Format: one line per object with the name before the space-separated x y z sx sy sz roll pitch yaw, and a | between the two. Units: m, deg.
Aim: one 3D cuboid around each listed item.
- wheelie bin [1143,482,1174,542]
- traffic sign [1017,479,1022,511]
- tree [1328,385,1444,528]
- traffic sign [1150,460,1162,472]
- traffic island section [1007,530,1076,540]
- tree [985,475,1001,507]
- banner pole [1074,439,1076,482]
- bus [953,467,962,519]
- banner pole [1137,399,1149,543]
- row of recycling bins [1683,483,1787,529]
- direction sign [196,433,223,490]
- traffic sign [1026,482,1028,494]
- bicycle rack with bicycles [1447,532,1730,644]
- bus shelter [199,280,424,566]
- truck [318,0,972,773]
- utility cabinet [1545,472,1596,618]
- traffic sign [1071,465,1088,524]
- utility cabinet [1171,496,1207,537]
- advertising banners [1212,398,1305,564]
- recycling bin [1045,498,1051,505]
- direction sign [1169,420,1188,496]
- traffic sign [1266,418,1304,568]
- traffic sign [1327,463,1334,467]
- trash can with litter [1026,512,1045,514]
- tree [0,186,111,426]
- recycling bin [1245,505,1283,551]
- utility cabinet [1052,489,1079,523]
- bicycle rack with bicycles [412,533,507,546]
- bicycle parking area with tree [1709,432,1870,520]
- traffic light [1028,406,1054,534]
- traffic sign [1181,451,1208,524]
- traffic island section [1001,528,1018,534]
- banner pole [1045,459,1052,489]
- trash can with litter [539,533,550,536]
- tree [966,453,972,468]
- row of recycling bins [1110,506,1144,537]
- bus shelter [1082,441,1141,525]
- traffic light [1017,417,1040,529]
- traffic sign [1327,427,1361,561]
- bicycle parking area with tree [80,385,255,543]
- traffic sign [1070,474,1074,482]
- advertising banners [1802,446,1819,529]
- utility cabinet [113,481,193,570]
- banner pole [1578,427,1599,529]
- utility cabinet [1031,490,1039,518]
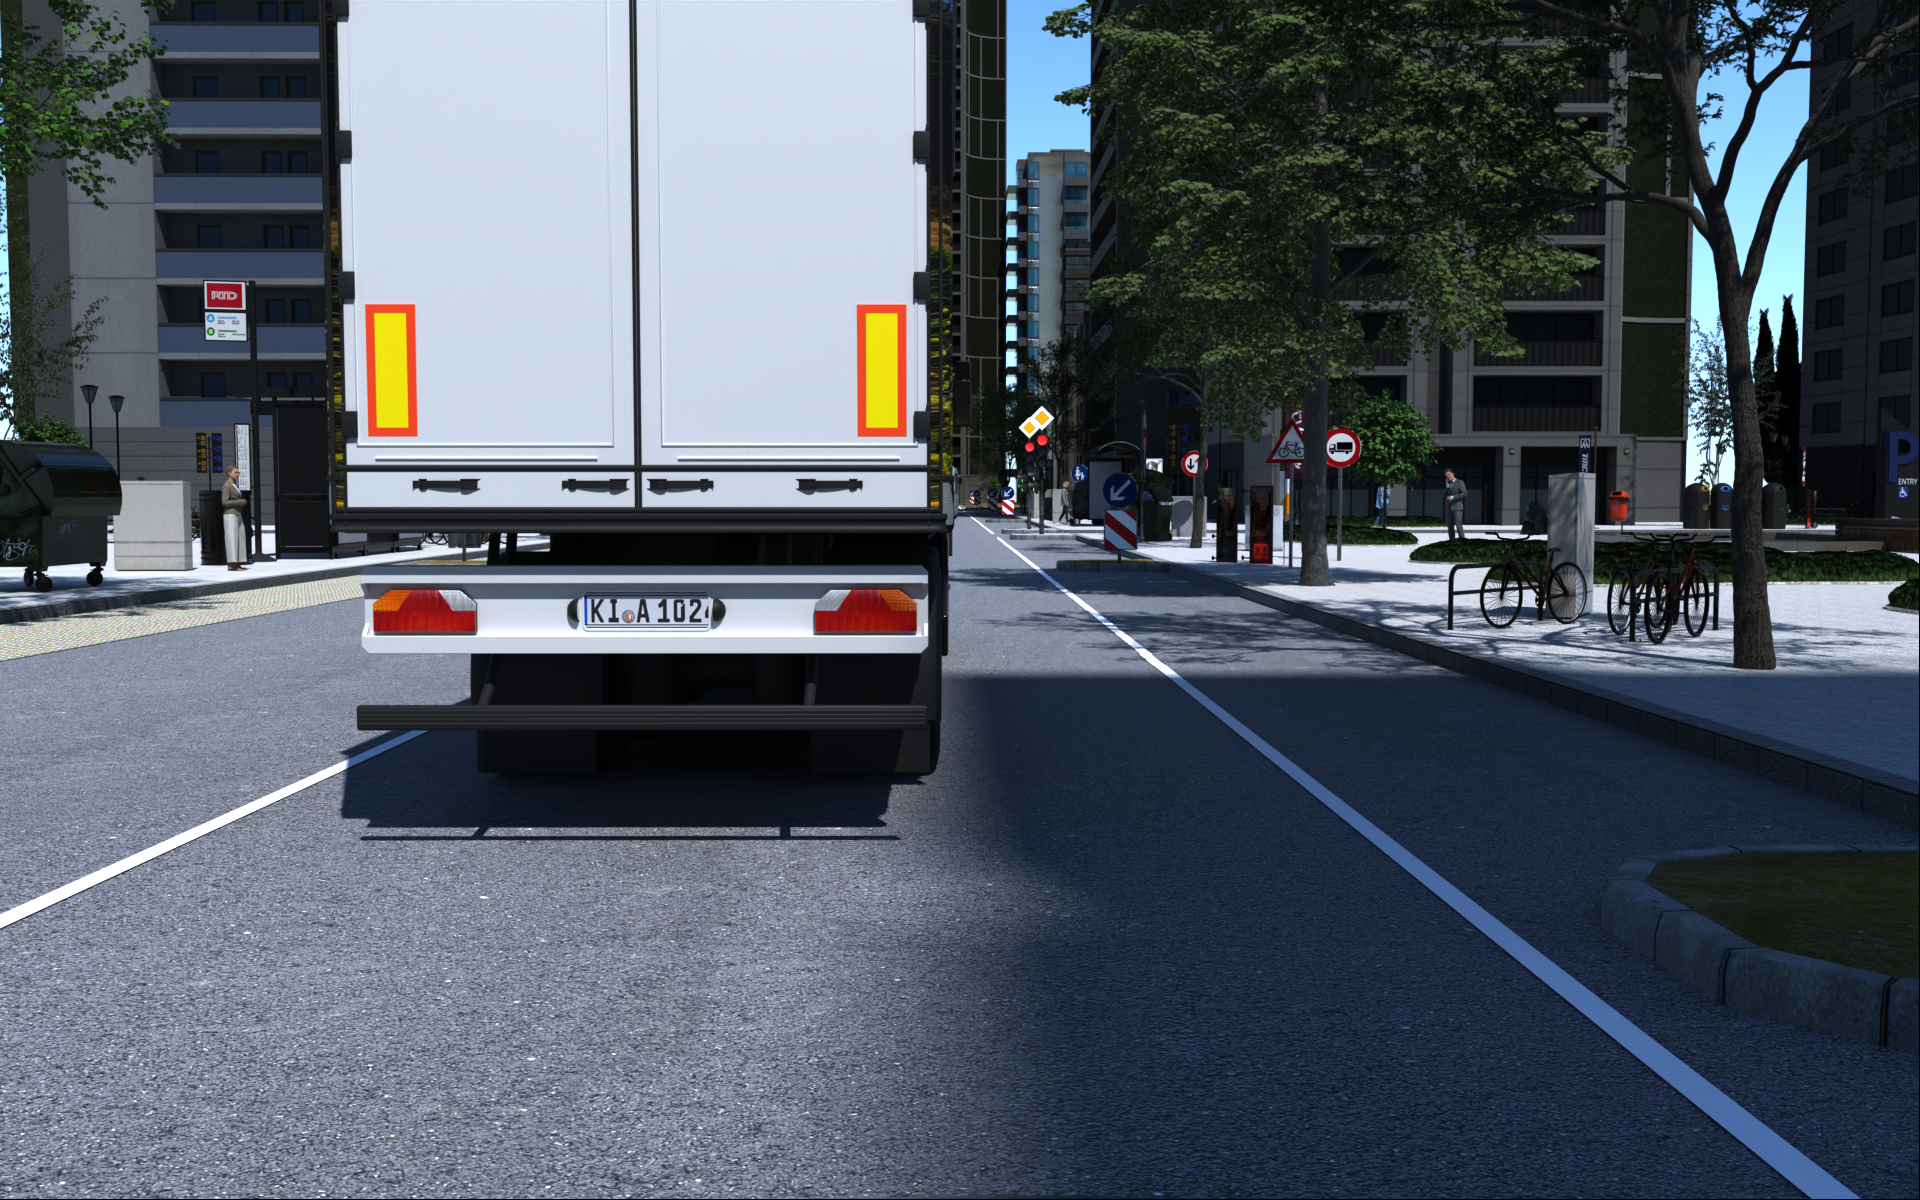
wheelie bin | 5.300 -2.381 46.845 0.980 1.594 0.693 -3 5 -43
traffic sign | 3.941 -6.706 111.767 0.606 2.300 0.079 1 4 9
tree | 12.954 -4.203 52.428 4.285 4.588 4.351 0 3 0
traffic sign | 5.565 -2.943 50.256 0.606 2.300 0.079 1 4 9
traffic island section | 2.623 -2.015 55.230 2.009 0.180 2.903 0 4 -1
tree | 3.334 -11.048 175.239 1.663 3.219 1.824 0 3 0
banner pole | 5.253 -5.451 79.144 0.401 3.779 0.863 0 4 5
bus | -1.450 -6.394 99.397 2.948 3.499 13.247 0 4 1
banner pole | 4.843 -3.406 45.700 0.401 3.779 0.863 0 4 -4
row of recycling bins | 28.450 -3.459 63.666 3.534 1.692 1.069 0 4 6
direction sign | -27.764 -4.411 64.123 0.876 3.537 0.379 -2 4 -32
traffic sign | 5.178 -8.059 131.874 0.768 2.556 0.104 0 4 7
bicycle rack with bicycles | 6.083 -0.180 16.331 2.925 0.926 2.852 -3 5 -43
bus shelter | -13.101 -3.524 35.247 2.179 5.291 8.768 0 4 0
truck | -1.276 -1.427 12.237 2.839 4.237 11.283 0 4 0
utility cabinet | 6.403 -0.581 18.181 0.318 1.500 1.173 2 4 28
traffic sign | 5.168 -4.565 74.749 0.768 2.556 0.104 0 4 4
utility cabinet | 6.880 -2.498 52.005 1.020 1.237 0.306 1 4 22
advertising banners | 5.525 -2.180 31.833 2.074 3.025 0.090 3 5 43
recycling bin | 6.272 -6.807 123.850 0.722 1.027 0.722 -1 4 -20
direction sign | 6.740 -3.764 53.537 0.379 3.537 0.876 -2 4 -33
traffic sign | 5.710 -1.825 29.847 0.884 2.594 0.081 1 4 9
traffic sign | 6.890 -2.082 34.047 0.884 2.594 0.081 0 4 2
trash can with litter | 4.853 -6.408 115.827 1.678 1.210 2.233 0 4 8
tree | -22.849 -5.550 41.110 4.360 8.622 3.978 0 3 0
recycling bin | 6.854 -1.621 39.055 0.722 1.027 0.722 0 4 -3
utility cabinet | 4.642 -4.093 75.601 1.173 1.500 0.318 1 4 22
bicycle rack with bicycles | -12.780 -1.878 44.095 2.925 0.926 2.852 -1 4 -22
bicycle parking area with tree | 39.110 -5.835 82.411 9.016 4.147 8.231 3 5 44
traffic light | 2.583 -4.049 55.116 0.839 4.253 0.868 0 4 -1
traffic sign | 6.891 -3.109 50.946 0.768 2.556 0.104 0 4 4
traffic island section | 2.543 -2.504 63.215 2.009 0.180 2.903 0 4 -1
banner pole | 5.442 -7.288 109.173 0.863 3.779 0.401 0 4 7
trash can with litter | -12.840 -2.573 53.462 0.624 1.170 1.055 -2 4 -25
tree | 3.105 -15.521 204.128 4.360 8.622 3.978 0 3 0
row of recycling bins | 5.383 -2.828 53.349 1.069 1.692 3.534 -1 4 -10
bus shelter | 6.073 -4.590 68.972 2.014 3.302 5.546 0 4 0
traffic light | 2.502 -4.537 63.101 0.839 4.253 0.868 0 4 -1
traffic sign | 7.286 -2.025 33.207 0.768 2.556 0.104 0 4 4
bicycle parking area with tree | -23.568 -3.738 48.121 9.016 4.147 8.231 0 4 -5
traffic sign | 5.575 -4.980 81.532 0.768 2.556 0.104 0 4 1
advertising banners | 31.417 -4.151 64.063 0.090 3.025 2.074 3 5 42
utility cabinet | -13.483 -1.239 28.938 1.173 1.500 0.318 0 4 -1
banner pole | 23.438 -4.559 64.564 0.863 3.779 0.401 3 5 43
utility cabinet | 3.953 -5.081 91.755 0.318 1.500 1.173 -1 4 -9
